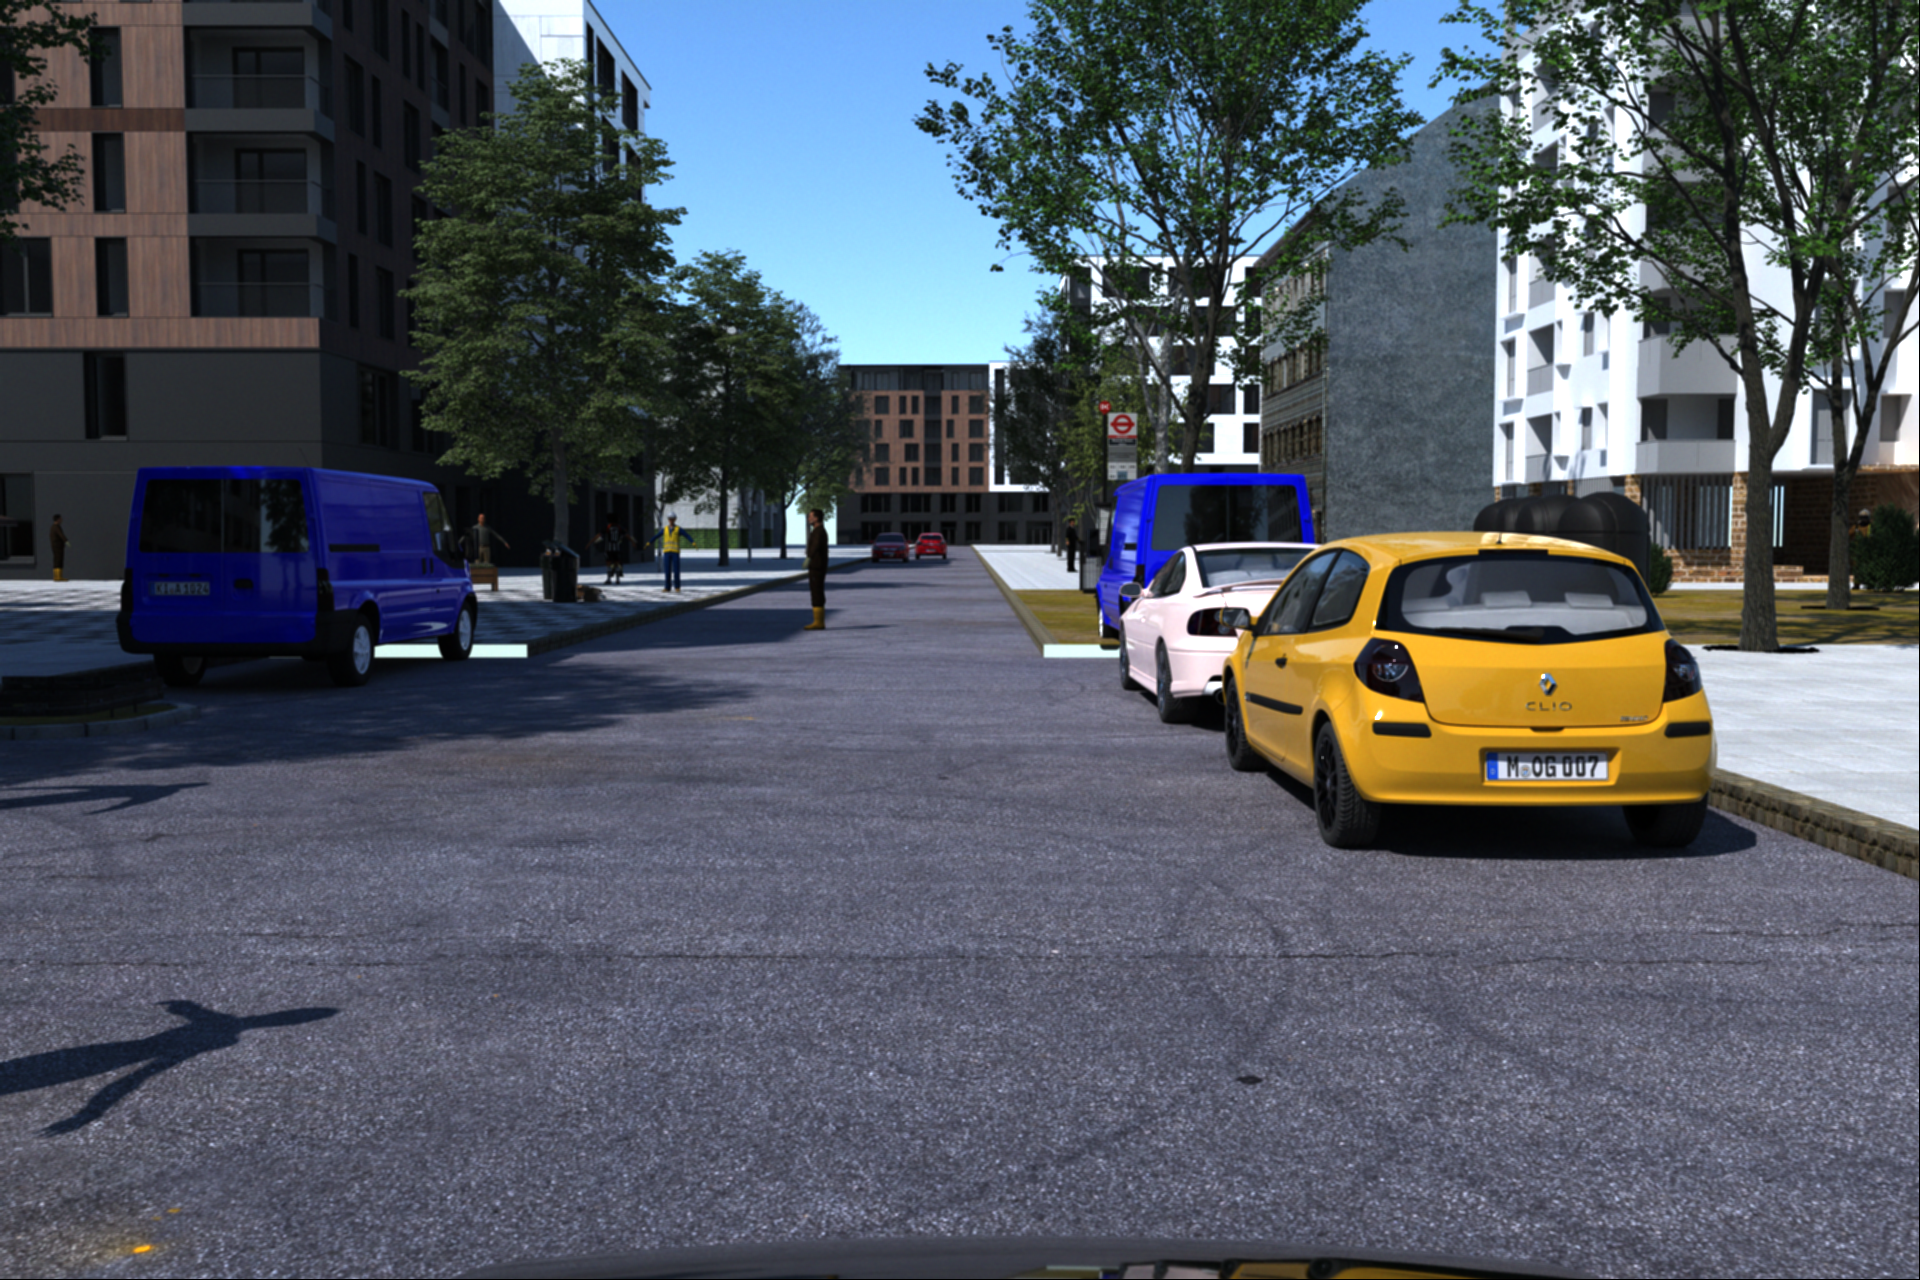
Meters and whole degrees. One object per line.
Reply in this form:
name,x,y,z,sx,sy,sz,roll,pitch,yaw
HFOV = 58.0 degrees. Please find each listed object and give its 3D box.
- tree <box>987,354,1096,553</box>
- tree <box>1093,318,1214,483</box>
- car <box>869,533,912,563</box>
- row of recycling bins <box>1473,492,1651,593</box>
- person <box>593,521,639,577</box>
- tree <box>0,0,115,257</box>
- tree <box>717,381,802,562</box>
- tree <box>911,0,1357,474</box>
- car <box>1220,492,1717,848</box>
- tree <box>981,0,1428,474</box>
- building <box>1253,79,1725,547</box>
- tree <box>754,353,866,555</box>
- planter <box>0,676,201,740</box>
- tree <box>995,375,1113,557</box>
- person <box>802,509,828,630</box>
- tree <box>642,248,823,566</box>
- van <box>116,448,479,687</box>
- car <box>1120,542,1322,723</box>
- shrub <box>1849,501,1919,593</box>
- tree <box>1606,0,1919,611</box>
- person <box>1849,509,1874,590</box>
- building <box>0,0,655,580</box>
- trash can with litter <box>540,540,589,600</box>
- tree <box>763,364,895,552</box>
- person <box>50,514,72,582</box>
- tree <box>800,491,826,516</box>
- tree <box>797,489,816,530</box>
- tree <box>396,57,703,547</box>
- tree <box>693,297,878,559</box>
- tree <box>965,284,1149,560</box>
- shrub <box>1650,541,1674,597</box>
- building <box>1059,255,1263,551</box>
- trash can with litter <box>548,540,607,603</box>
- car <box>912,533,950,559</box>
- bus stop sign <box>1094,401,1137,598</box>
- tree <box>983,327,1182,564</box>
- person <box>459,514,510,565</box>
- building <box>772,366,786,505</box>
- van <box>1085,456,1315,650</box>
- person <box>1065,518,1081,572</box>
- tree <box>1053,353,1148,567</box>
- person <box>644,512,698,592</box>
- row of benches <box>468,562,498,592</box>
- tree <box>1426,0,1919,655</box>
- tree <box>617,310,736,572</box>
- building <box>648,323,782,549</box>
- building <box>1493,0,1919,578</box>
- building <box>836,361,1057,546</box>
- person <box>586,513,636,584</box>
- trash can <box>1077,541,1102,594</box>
tree,6.330,-12.521,115.085,12.009,13.543,11.850,0,3,0
tree,6.349,-6.675,59.503,4.737,8.622,4.395,0,3,0
car,-3.519,-4.822,87.878,2.155,1.783,4.494,0,3,0
row of recycling bins,6.255,-0.686,18.334,1.069,1.692,3.534,0,4,0
person,-10.302,-2.819,51.865,1.354,1.856,0.705,0,4,-6
tree,-13.094,-5.641,17.986,9.928,11.665,9.643,0,3,0
tree,-9.643,-7.805,77.973,4.360,8.622,3.978,0,3,0
tree,4.851,-11.658,46.502,12.611,20.169,13.585,0,3,0
car,2.499,0.053,9.349,2.015,1.641,3.980,0,4,-1
tree,3.927,-6.294,28.663,9.928,11.665,9.643,0,3,0
building,26.065,-15.726,88.044,19.493,23.208,18.063,0,4,0
tree,-9.665,-11.650,108.599,7.486,12.596,7.792,0,3,0
planter,-6.920,0.496,13.027,1.991,0.319,1.994,0,4,0
tree,5.782,-9.997,97.858,8.767,10.594,7.601,2,4,24
person,-2.171,-1.061,25.943,0.704,1.812,1.346,0,4,2
tree,-9.145,-9.253,69.411,7.486,12.596,7.792,0,3,0
van,-6.542,-0.828,17.929,2.240,2.365,5.245,0,3,0
car,2.430,-0.131,14.501,2.083,1.381,4.827,0,4,-1
shrub,20.189,-2.032,37.641,1.690,2.028,1.600,0,3,0
tree,15.117,-6.323,29.133,9.928,11.665,9.643,0,3,0
person,20.769,-2.082,39.811,1.354,1.858,0.705,3,4,38
building,-28.108,-13.435,63.638,27.936,21.610,32.646,0,3,0
trash can with litter,-7.674,-1.376,33.885,1.055,1.170,0.624,0,4,0
tree,-9.703,-13.010,123.085,12.009,13.543,11.850,0,3,0
person,-24.357,-2.490,46.844,0.704,1.812,1.346,-3,5,-45
tree,-17.601,-16.340,217.513,4.360,8.622,3.978,0,3,0
tree,-17.524,-16.061,212.951,4.360,8.622,3.978,0,3,0
tree,-9.885,-7.558,41.705,7.486,12.596,7.792,0,3,0
tree,-9.000,-10.943,89.290,12.009,13.543,11.850,0,3,0
tree,5.384,-10.756,86.227,12.009,13.543,11.850,0,3,0
shrub,13.974,-1.471,35.163,1.383,1.207,1.383,0,3,0
building,22.029,-18.304,143.249,27.936,21.610,32.646,0,4,0
trash can with litter,-7.197,-1.297,32.594,1.055,1.170,0.624,0,4,1
car,-1.665,-5.541,99.635,2.155,1.783,4.494,0,4,-1
bus stop sign,3.120,-2.819,34.795,0.855,3.939,0.416,0,4,-2
tree,5.275,-8.558,74.331,8.767,10.594,7.601,0,4,-1
person,-12.263,-2.336,44.469,1.348,1.796,0.705,-2,4,-25
building,-24.748,-19.961,182.774,16.016,20.090,11.380,0,3,0
van,2.668,-0.941,19.775,2.240,2.365,5.245,0,4,-1
person,3.794,-3.211,58.432,0.705,1.837,1.347,2,4,24
tree,5.448,-7.168,67.560,4.737,8.622,4.395,0,3,0
person,-6.385,-1.947,38.290,1.216,1.772,0.721,0,4,6
row of benches,-12.083,-1.374,37.926,4.104,0.672,1.422,-1,4,-21
tree,8.892,-5.687,18.738,9.928,11.665,9.643,0,3,0
tree,-10.206,-6.558,57.590,4.360,8.622,3.978,0,3,0
building,-26.826,-18.017,161.037,16.747,18.905,31.486,0,4,1
building,23.648,-12.337,58.130,16.016,20.090,11.380,0,4,0
building,1.866,-22.688,217.377,32.646,21.610,27.936,0,4,3
person,-8.916,-2.340,44.407,1.345,1.843,0.704,-2,4,-31
trash can,2.893,-1.581,37.496,0.748,1.137,0.748,0,3,0
